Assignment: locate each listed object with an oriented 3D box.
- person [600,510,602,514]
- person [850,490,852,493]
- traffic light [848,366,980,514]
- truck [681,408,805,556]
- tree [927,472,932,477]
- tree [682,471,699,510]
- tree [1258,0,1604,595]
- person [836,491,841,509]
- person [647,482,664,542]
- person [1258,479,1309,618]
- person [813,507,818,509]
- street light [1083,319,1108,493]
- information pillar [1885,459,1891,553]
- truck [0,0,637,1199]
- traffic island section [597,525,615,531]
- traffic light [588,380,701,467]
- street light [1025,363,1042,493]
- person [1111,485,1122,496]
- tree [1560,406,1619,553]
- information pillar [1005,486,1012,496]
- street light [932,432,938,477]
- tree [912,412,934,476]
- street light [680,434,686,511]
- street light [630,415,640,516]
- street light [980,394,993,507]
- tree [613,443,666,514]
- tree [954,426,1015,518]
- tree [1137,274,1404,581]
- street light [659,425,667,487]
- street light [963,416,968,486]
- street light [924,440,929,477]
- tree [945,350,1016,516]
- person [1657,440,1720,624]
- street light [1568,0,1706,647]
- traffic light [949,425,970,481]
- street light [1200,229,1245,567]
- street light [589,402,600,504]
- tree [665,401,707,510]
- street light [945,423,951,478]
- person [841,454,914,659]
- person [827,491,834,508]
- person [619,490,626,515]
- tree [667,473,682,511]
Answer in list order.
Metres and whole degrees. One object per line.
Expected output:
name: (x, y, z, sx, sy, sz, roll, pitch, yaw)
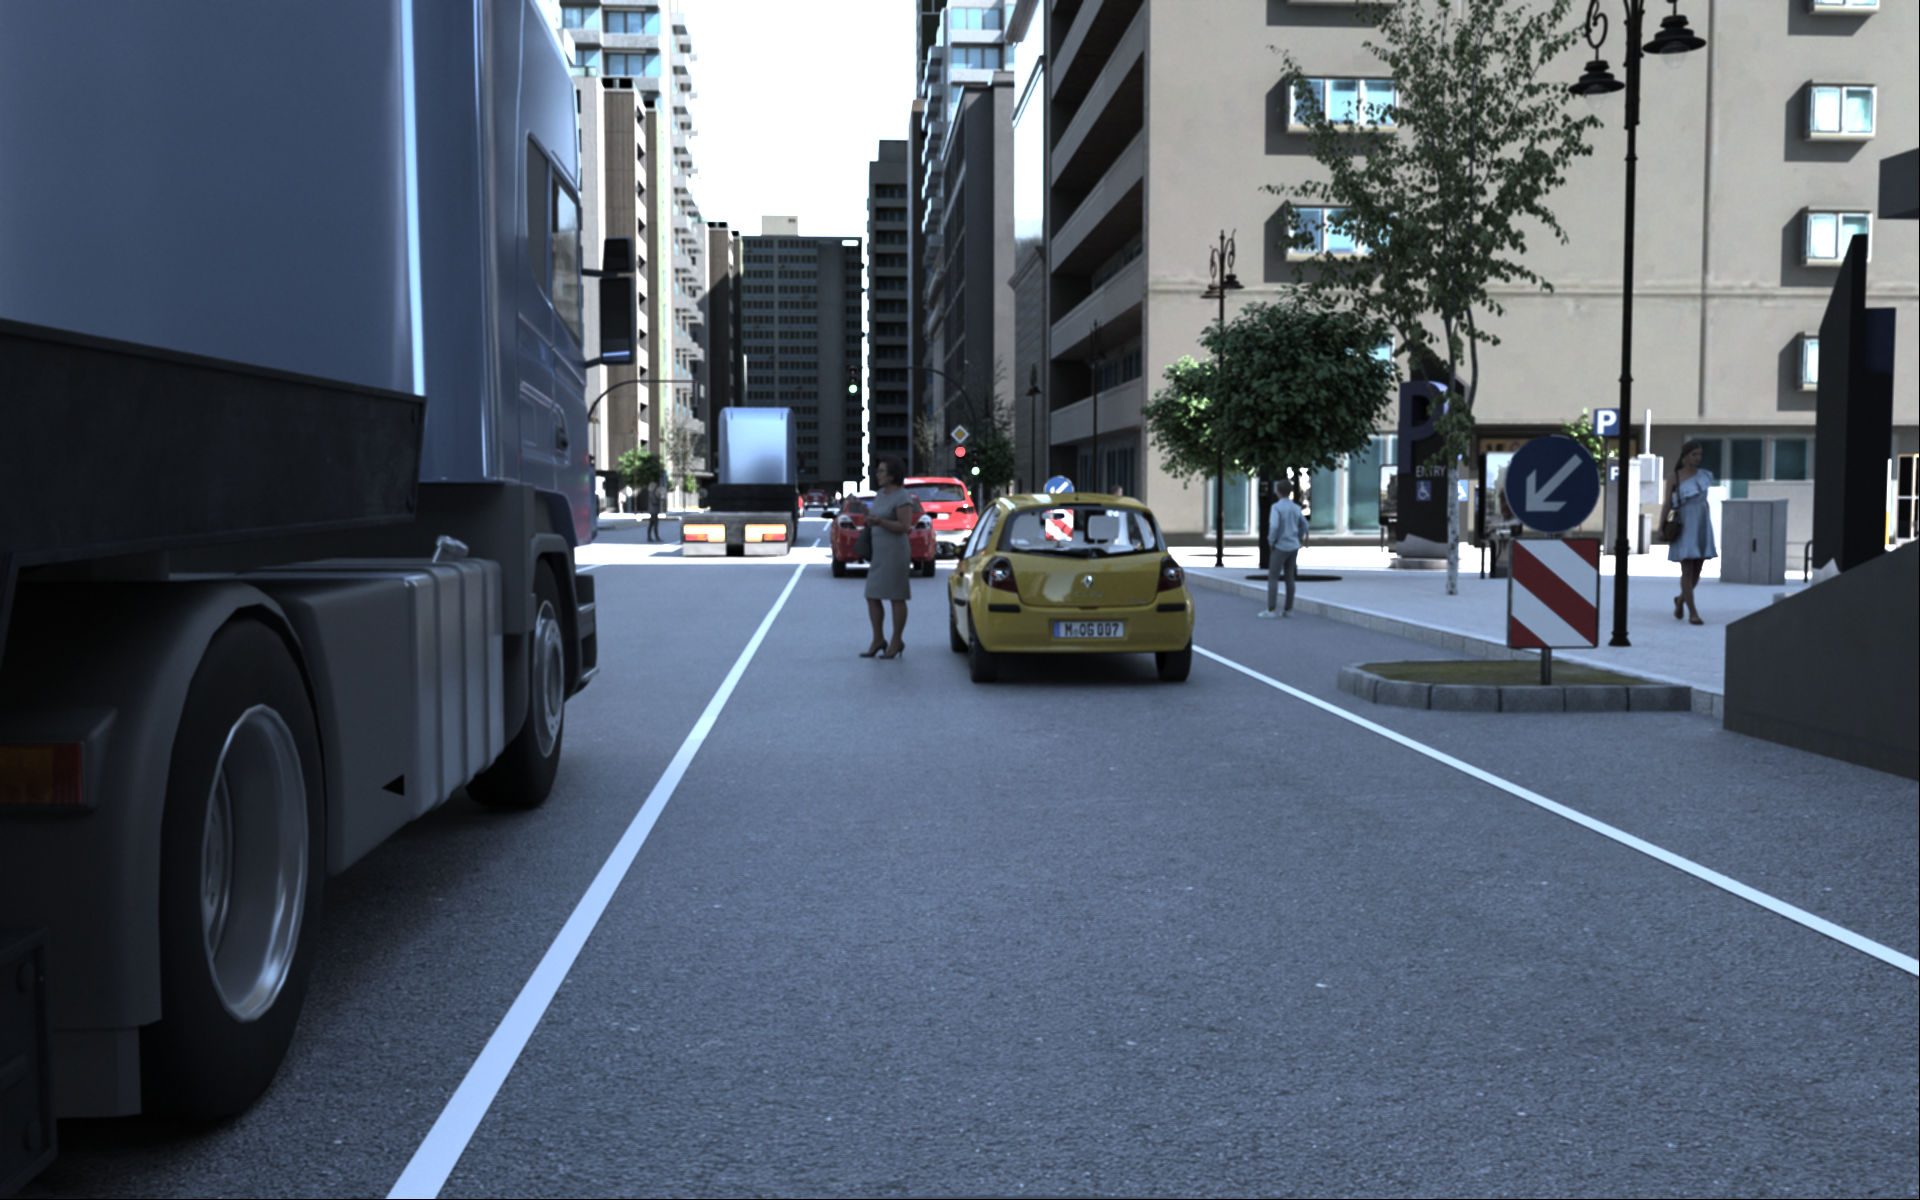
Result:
person: (-23.351, -6.415, 111.018, 0.616, 1.811, 0.778, 3, 4, 36)
person: (-10.393, -9.564, 165.002, 1.348, 1.807, 0.705, -3, 5, -42)
traffic light: (-1.584, -5.327, 61.760, 4.771, 5.953, 1.251, 0, 4, -4)
truck: (-5.837, -3.573, 48.184, 2.967, 4.110, 18.799, 0, 4, -5)
tree: (-2.666, -9.449, 149.085, 1.663, 3.219, 1.824, 0, 3, 0)
tree: (-22.200, -9.068, 142.859, 1.663, 3.219, 1.824, 0, 3, 0)
tree: (6.043, -4.371, 21.823, 4.737, 8.622, 4.395, 0, 3, 0)
person: (-11.590, -9.451, 163.965, 0.436, 1.711, 0.756, 3, 5, 41)
person: (-9.167, -2.659, 52.152, 0.526, 1.800, 0.537, 0, 4, -7)
person: (3.770, -0.601, 20.140, 0.589, 1.601, 0.330, -1, 4, -21)
person: (-14.130, -9.795, 169.198, 0.990, 1.755, 0.434, -3, 4, -37)
street light: (3.582, -4.473, 45.923, 0.468, 5.910, 1.993, 0, 4, -4)
information pillar: (20.212, -2.859, 38.097, 0.183, 3.616, 0.504, -3, 5, -43)
truck: (-2.604, -0.673, 0.768, 2.967, 4.110, 18.799, 0, 4, -4)
traffic island section: (-14.892, -2.867, 69.157, 2.009, 0.180, 2.903, 0, 4, -4)
traffic light: (-12.769, -5.782, 69.196, 4.771, 5.953, 1.251, 0, 4, -4)
street light: (2.599, -5.418, 61.372, 0.468, 5.910, 1.993, 0, 4, -4)
person: (3.010, -1.412, 33.396, 0.330, 1.601, 0.589, 2, 4, 33)
tree: (13.866, -2.669, 38.237, 1.663, 3.219, 1.824, 0, 3, 0)
information pillar: (2.712, -5.629, 96.528, 0.304, 2.012, 0.304, 2, 4, 25)
street light: (-1.827, -9.542, 128.793, 0.468, 5.910, 1.993, 0, 4, -4)
tree: (-2.313, -12.402, 153.129, 4.360, 8.622, 3.978, 0, 3, 0)
street light: (-21.120, -9.768, 132.486, 0.468, 5.910, 1.993, 0, 4, -4)
street light: (-18.962, -7.843, 101.023, 0.468, 5.910, 1.993, 0, 4, -4)
street light: (1.232, -6.592, 80.573, 0.468, 5.910, 1.993, 0, 4, -4)
tree: (-20.597, -7.815, 111.497, 4.285, 4.588, 4.351, 0, 3, 0)
tree: (1.443, -6.133, 83.985, 4.285, 4.588, 4.351, 0, 3, 0)
tree: (4.959, -2.585, 25.973, 4.285, 4.588, 4.351, 0, 3, 0)
street light: (-20.006, -8.799, 116.647, 0.468, 5.910, 1.993, 0, 4, -4)
street light: (0.230, -7.582, 96.754, 0.468, 5.910, 1.993, 0, 4, -4)
street light: (-2.763, -10.487, 144.245, 0.468, 5.910, 1.993, 0, 4, -4)
tree: (1.297, -8.496, 89.272, 4.360, 8.622, 3.978, 0, 3, 0)
person: (7.230, -0.681, 17.273, 0.616, 1.811, 0.778, 0, 4, 2)
street light: (5.583, -2.550, 14.477, 0.468, 5.910, 1.993, 0, 4, -4)
traffic light: (-0.022, -4.959, 70.005, 0.839, 4.253, 0.868, 0, 4, -4)
street light: (4.591, -3.528, 30.477, 0.468, 5.910, 1.993, 0, 4, -4)
street light: (-18.046, -6.898, 85.571, 0.468, 5.910, 1.993, 0, 4, -4)
tree: (-22.281, -11.441, 137.430, 4.360, 8.622, 3.978, 0, 3, 0)
street light: (-0.752, -8.527, 112.202, 0.468, 5.910, 1.993, 0, 4, -4)
person: (-0.739, -0.384, 15.129, 0.532, 1.782, 0.716, -2, 4, -35)
person: (-13.534, -10.506, 181.079, 0.742, 1.727, 0.445, -2, 4, -26)
person: (-20.530, -5.885, 104.851, 0.523, 1.515, 0.503, -2, 4, -34)
tree: (-22.403, -8.368, 131.412, 1.663, 3.219, 1.824, 0, 3, 0)
